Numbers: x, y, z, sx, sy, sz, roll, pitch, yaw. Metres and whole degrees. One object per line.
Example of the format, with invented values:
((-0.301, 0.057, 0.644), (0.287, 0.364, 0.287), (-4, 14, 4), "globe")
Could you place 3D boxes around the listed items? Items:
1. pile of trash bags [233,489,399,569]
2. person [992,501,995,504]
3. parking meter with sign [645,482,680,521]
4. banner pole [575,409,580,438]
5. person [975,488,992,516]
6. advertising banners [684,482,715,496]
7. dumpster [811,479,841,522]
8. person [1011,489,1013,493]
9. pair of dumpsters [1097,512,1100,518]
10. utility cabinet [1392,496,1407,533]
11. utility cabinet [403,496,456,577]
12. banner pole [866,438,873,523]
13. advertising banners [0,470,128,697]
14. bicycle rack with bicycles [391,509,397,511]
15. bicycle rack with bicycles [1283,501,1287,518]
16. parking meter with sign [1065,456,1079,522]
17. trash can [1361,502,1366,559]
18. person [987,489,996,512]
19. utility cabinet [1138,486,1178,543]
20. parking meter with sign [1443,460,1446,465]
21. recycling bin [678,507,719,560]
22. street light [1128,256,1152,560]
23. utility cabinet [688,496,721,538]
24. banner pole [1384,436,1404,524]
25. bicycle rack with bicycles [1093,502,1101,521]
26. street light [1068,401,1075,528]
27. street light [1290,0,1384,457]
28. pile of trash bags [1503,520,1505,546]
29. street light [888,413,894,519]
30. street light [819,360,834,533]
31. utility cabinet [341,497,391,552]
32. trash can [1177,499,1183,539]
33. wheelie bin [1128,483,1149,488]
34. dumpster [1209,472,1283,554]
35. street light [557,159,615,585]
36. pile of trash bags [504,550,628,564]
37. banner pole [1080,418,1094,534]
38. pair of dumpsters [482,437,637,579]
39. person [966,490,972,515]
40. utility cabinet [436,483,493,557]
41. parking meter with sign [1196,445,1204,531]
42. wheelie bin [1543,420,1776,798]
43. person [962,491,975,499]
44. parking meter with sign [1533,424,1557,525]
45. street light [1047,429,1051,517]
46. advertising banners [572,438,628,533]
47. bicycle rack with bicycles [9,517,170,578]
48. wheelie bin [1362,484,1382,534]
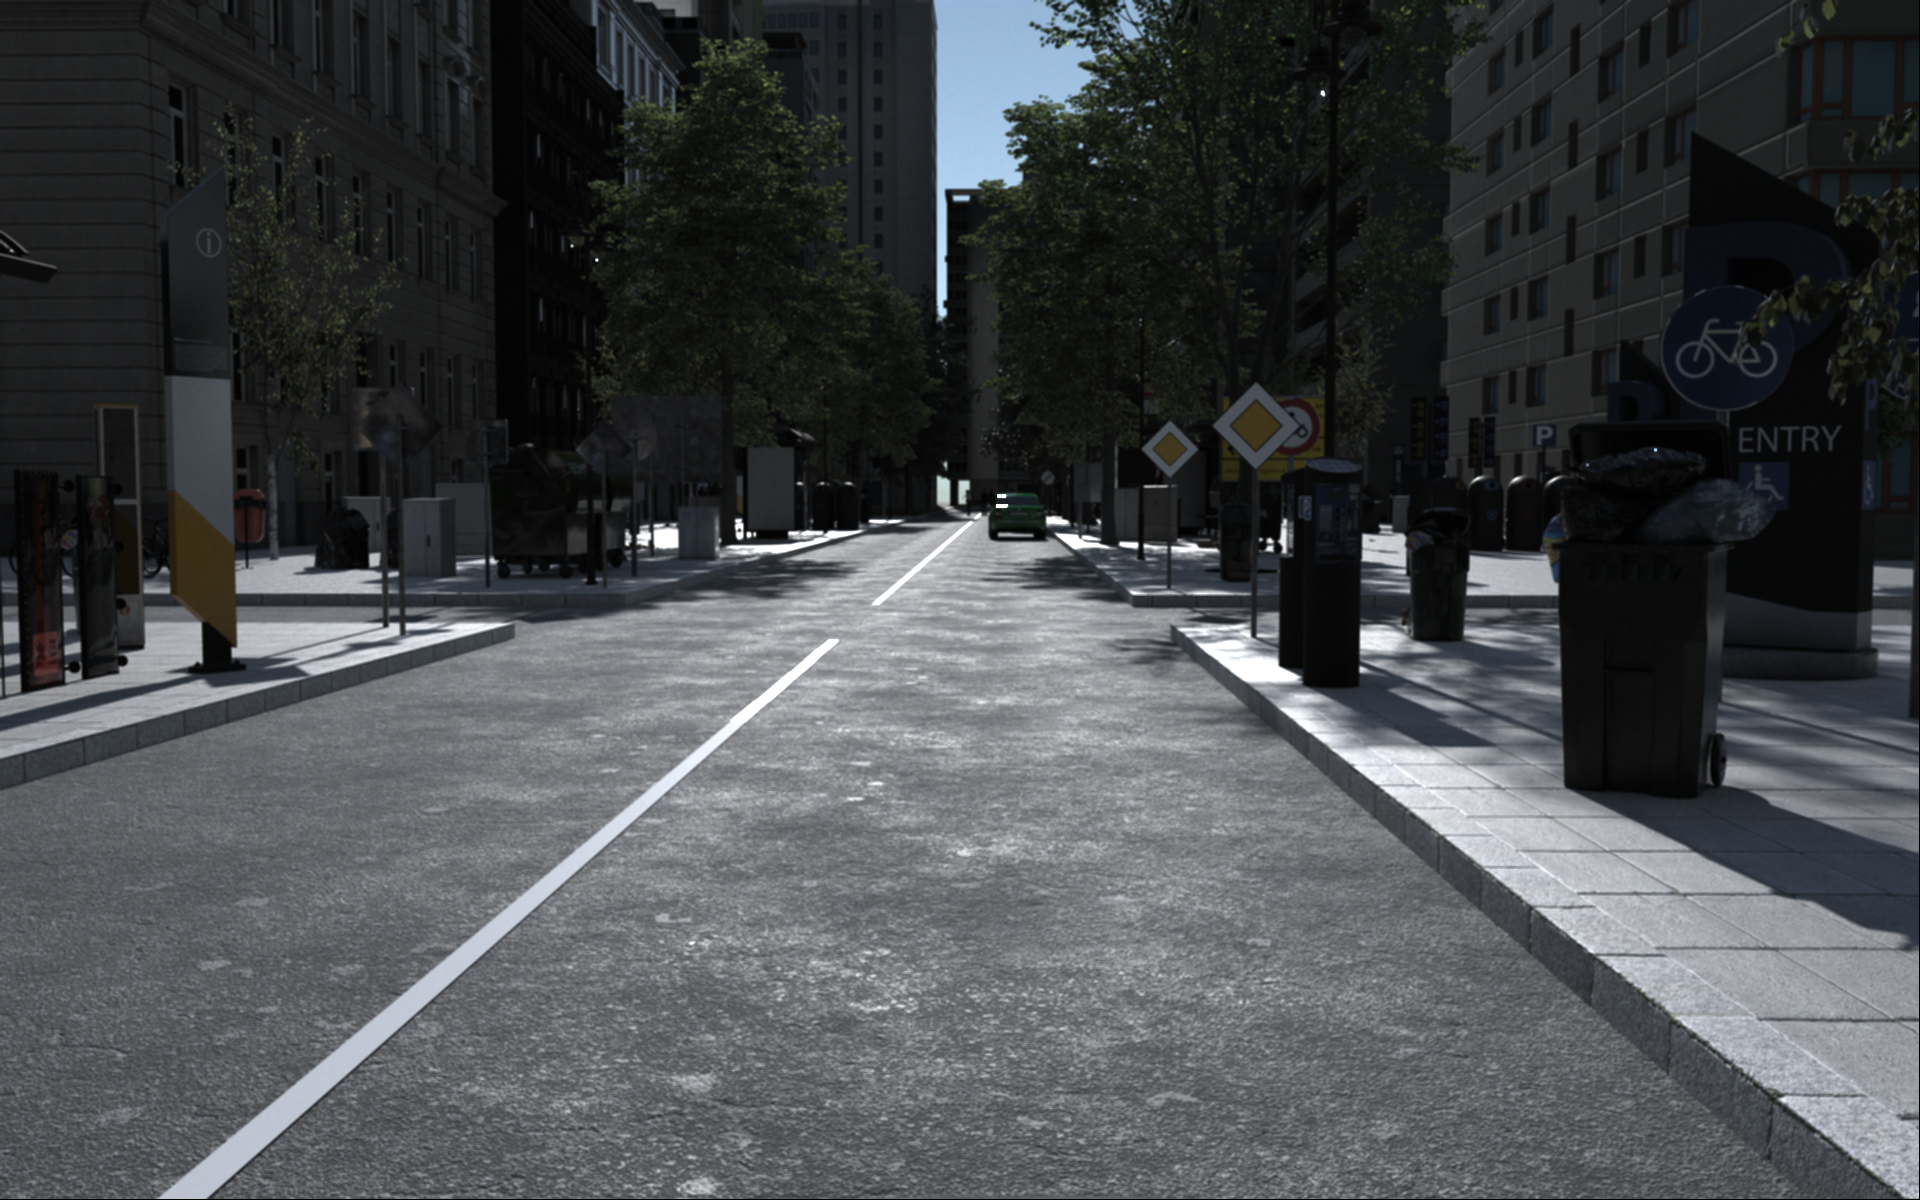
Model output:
((-10.936, -1.255, 30.268), (3.447, 1.369, 1.912), (-1, 4, -11), "pile of trash bags")
((2.711, -6.553, 118.899), (1.065, 1.426, 0.557), (0, 4, 1), "person")
((-14.222, -5.279, 82.566), (1.738, 3.016, 0.543), (-3, 4, -37), "parking meter with sign")
((-11.222, -3.728, 50.964), (0.401, 3.779, 0.863), (-1, 4, -14), "banner pole")
((1.588, -6.538, 115.403), (1.348, 1.822, 0.705), (2, 4, 32), "person")
((-13.290, -5.593, 87.637), (2.074, 3.025, 0.090), (2, 4, 27), "advertising banners")
((-4.960, -3.651, 65.447), (1.264, 1.857, 1.865), (0, 4, 1), "dumpster")
((3.835, -7.336, 128.444), (1.348, 1.824, 0.705), (-2, 4, -24), "person")
((8.125, -5.633, 94.600), (1.574, 2.255, 4.437), (0, 4, 1), "pair of dumpsters")
((14.790, -2.811, 57.129), (1.020, 1.237, 0.306), (3, 4, 39), "utility cabinet")
((-8.304, -0.972, 27.047), (1.020, 1.237, 0.306), (3, 4, 37), "utility cabinet")
((-4.039, -5.349, 77.467), (0.401, 3.779, 0.863), (1, 4, 20), "banner pole")
((-6.055, -0.930, 11.386), (0.090, 3.025, 2.074), (0, 4, 0), "advertising banners")
((-13.181, -1.718, 41.469), (2.852, 0.926, 2.925), (1, 4, 18), "bicycle rack with bicycles")
((16.538, -4.698, 90.194), (2.852, 0.926, 2.925), (-2, 4, -28), "bicycle rack with bicycles")
((5.277, -5.118, 79.943), (0.543, 3.016, 1.738), (1, 4, 15), "parking meter with sign")
((7.261, -1.280, 32.583), (0.748, 1.137, 0.748), (0, 3, 0), "trash can")
((2.498, -7.921, 138.035), (0.705, 1.821, 1.348), (3, 4, 37), "person")
((5.165, -2.242, 45.336), (0.318, 1.500, 1.173), (-3, 4, -38), "utility cabinet")
((20.631, -4.558, 70.791), (0.543, 3.016, 1.738), (-3, 5, -40), "parking meter with sign")
((-5.149, -1.321, 34.156), (0.722, 1.027, 0.722), (0, 4, 0), "recycling bin")
((3.548, -3.731, 33.790), (0.468, 5.910, 1.993), (0, 4, 1), "street light")
((-7.412, -2.408, 50.525), (1.020, 1.237, 0.306), (-3, 4, -36), "utility cabinet")
((18.788, -5.191, 74.884), (0.863, 3.779, 0.401), (2, 4, 27), "banner pole")
((6.838, -4.230, 82.544), (2.852, 0.926, 2.925), (0, 4, -5), "bicycle rack with bicycles")
((4.300, -5.700, 65.977), (0.468, 5.910, 1.993), (0, 4, 1), "street light")
((3.005, -2.522, 14.016), (0.468, 5.910, 1.993), (0, 4, 1), "street light")
((12.645, -2.025, 42.856), (1.912, 1.369, 3.447), (2, 4, 30), "pile of trash bags")
((-3.615, -7.118, 89.169), (0.468, 5.910, 1.993), (0, 4, 1), "street light")
((-4.403, -5.124, 56.562), (0.468, 5.910, 1.993), (0, 4, 1), "street light")
((-13.182, -1.672, 38.492), (1.020, 1.237, 0.306), (-3, 5, -44), "utility cabinet")
((5.730, -2.191, 47.476), (0.748, 1.137, 0.748), (0, 3, 0), "trash can")
((5.220, -2.638, 51.035), (0.980, 1.594, 0.693), (-1, 4, -14), "wheelie bin")
((6.351, -2.179, 38.116), (1.502, 2.255, 1.985), (0, 4, 2), "dumpster")
((-5.219, -3.153, 24.344), (0.468, 5.910, 1.993), (0, 4, 1), "street light")
((-7.222, -1.425, 33.044), (1.912, 1.369, 3.447), (1, 4, 11), "pile of trash bags")
((4.019, -4.006, 55.521), (0.401, 3.779, 0.863), (2, 4, 29), "banner pole")
((-6.462, -1.571, 28.187), (1.574, 2.255, 4.437), (0, 4, 1), "pair of dumpsters")
((0.522, -6.595, 117.259), (0.436, 1.711, 0.756), (2, 4, 34), "person")
((-10.015, -1.621, 35.187), (1.173, 1.500, 0.318), (-2, 4, -26), "utility cabinet")
((8.377, -3.979, 61.317), (0.543, 3.016, 1.738), (0, 4, 3), "parking meter with sign")
((3.001, 0.022, 7.541), (0.980, 1.594, 0.693), (2, 4, 32), "wheelie bin")
((0.874, -10.205, 175.349), (1.348, 1.824, 0.705), (-1, 4, -18), "person")
((15.009, -2.937, 44.279), (0.543, 3.016, 1.738), (2, 4, 25), "parking meter with sign")
((5.099, -7.669, 98.171), (0.468, 5.910, 1.993), (0, 4, 1), "street light")
((-11.365, -3.579, 54.697), (0.090, 3.025, 2.074), (3, 5, 42), "advertising banners")
((-12.780, -0.827, 26.902), (2.925, 0.926, 2.852), (2, 4, 24), "bicycle rack with bicycles")
((13.328, -2.976, 56.558), (0.693, 1.594, 0.980), (3, 4, 37), "wheelie bin")
